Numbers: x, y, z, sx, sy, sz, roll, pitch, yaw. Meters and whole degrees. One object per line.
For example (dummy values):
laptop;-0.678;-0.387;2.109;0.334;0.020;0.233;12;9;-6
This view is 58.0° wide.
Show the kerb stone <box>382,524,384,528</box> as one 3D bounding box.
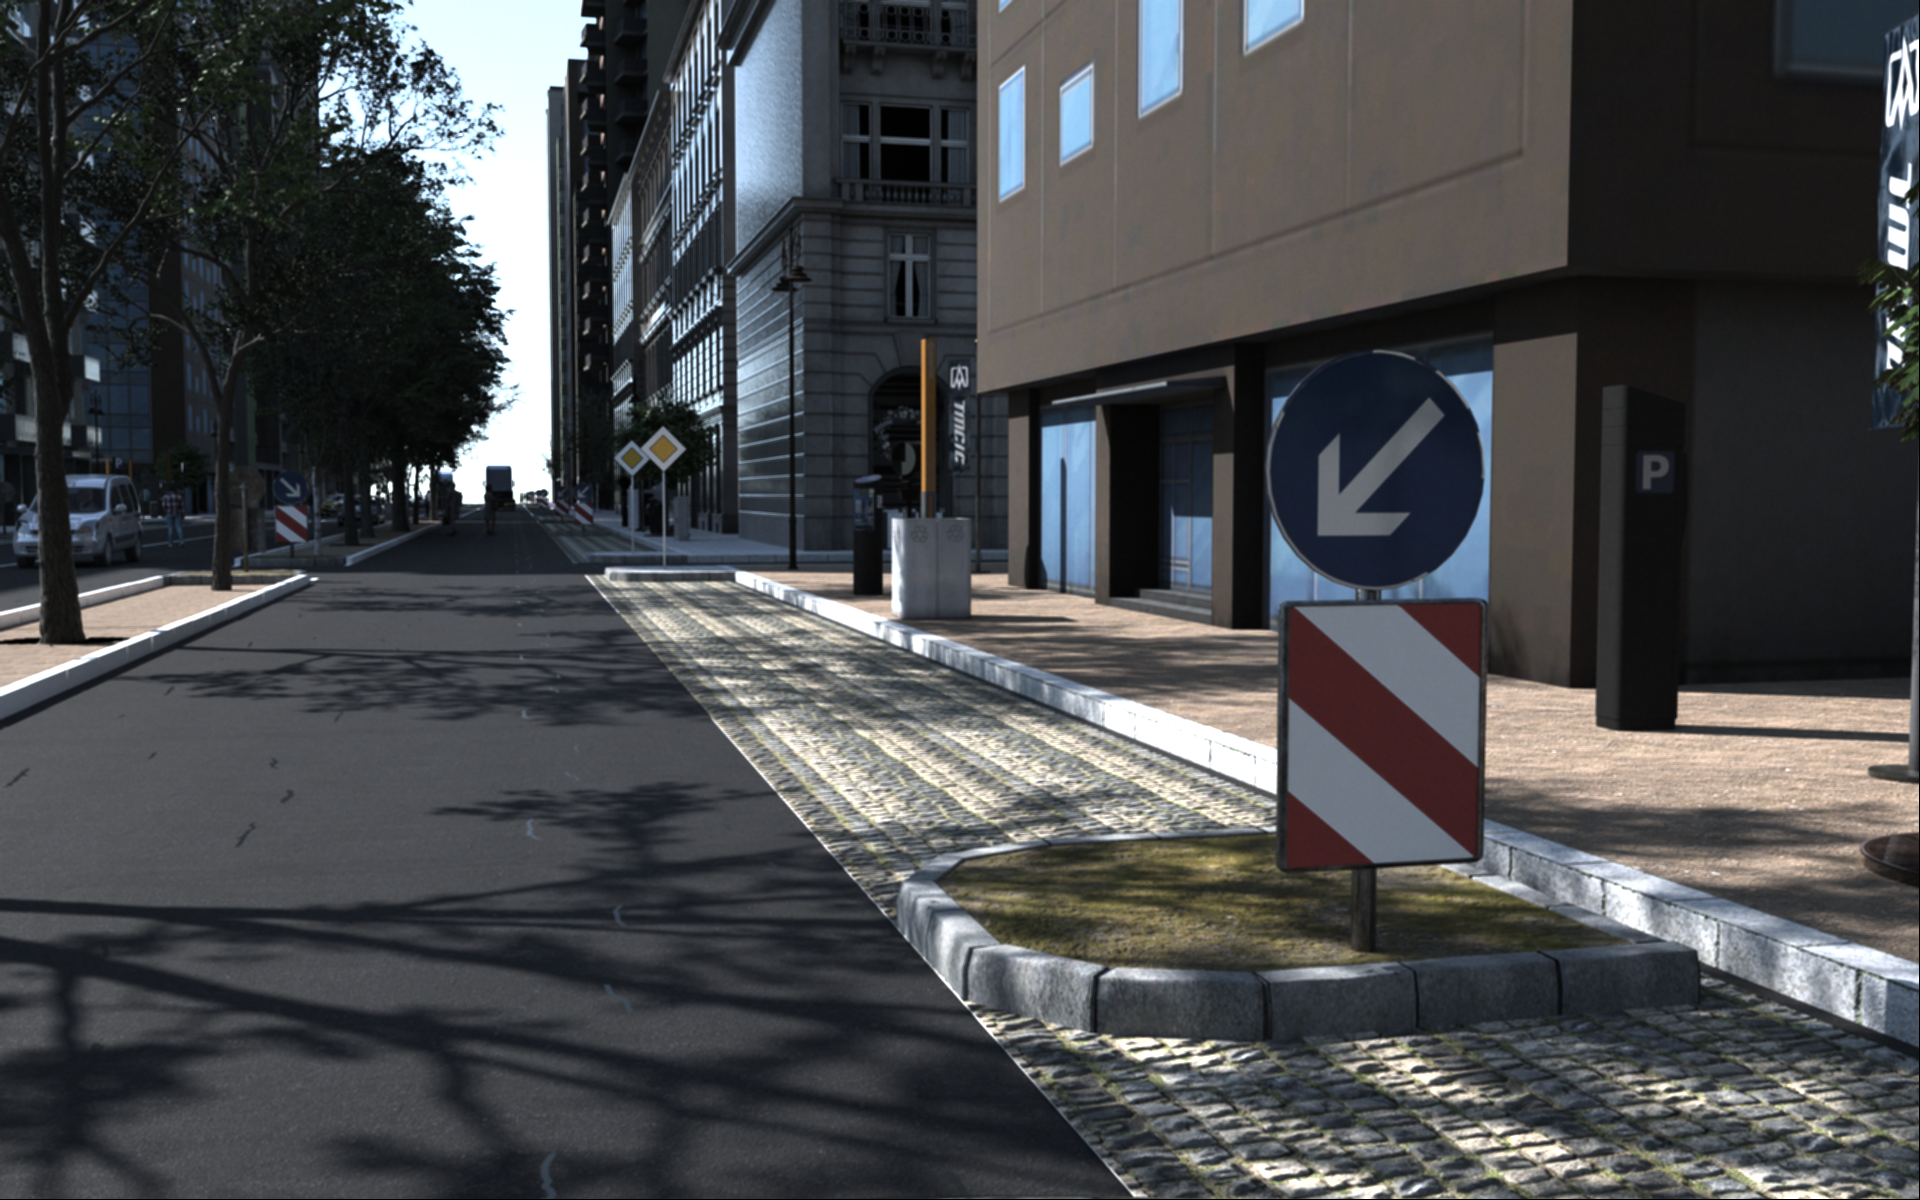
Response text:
kerb stone;-23.760;-2.965;70.784;0.120;0.150;1.000;-1;4;-14

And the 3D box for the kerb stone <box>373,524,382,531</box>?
kerb stone;-23.506;-2.911;69.793;0.120;0.150;1.000;-1;4;-14

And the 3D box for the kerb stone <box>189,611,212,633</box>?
kerb stone;-7.998;0.255;18.118;0.120;0.150;1.000;-1;4;-14

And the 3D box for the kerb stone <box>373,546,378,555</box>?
kerb stone;-13.775;-1.121;40.526;0.120;0.150;1.000;-1;4;-14

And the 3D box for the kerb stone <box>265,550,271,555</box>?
kerb stone;-15.307;-0.968;38.015;0.120;0.150;1.000;-1;4;-14

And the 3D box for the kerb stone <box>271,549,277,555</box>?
kerb stone;-15.562;-1.024;39.005;0.120;0.150;1.000;-1;4;-14

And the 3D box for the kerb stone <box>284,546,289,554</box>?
kerb stone;-16.063;-1.149;40.996;0.120;0.150;1.000;-1;4;-14

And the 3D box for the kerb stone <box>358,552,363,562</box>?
kerb stone;-12.756;-0.874;36.548;0.120;0.150;1.000;-1;4;-14

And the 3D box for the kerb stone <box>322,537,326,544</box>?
kerb stone;-18.119;-1.633;48.951;0.120;0.150;1.000;-1;4;-14

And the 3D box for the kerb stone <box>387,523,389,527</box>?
kerb stone;-24.531;-3.154;73.761;0.120;0.150;1.000;-1;4;-14

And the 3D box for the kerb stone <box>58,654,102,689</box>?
kerb stone;-6.717;0.553;13.154;0.120;0.150;1.000;-1;4;-14

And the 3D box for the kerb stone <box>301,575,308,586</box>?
kerb stone;-10.303;-0.296;27.054;0.120;0.150;1.000;-1;4;-14

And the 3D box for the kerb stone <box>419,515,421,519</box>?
kerb stone;-30.917;-4.668;98.534;0.120;0.150;1.000;-1;4;-14

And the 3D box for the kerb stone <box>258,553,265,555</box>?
kerb stone;-15.042;-0.906;37.015;0.120;0.150;1.000;-1;4;-14

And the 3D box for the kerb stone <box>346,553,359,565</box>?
kerb stone;-12.494;-0.817;35.553;0.120;0.150;1.000;-1;4;-14

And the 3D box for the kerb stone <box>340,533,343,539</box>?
kerb stone;-19.407;-1.940;53.916;0.120;0.150;1.000;-1;4;-14

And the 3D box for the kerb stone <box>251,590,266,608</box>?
kerb stone;-9.024;0.010;22.090;0.120;0.150;1.000;-1;4;-14

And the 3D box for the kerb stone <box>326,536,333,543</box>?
kerb stone;-18.638;-1.758;50.935;0.120;0.150;1.000;-1;4;-14

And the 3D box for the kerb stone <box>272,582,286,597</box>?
kerb stone;-9.540;-0.113;24.077;0.120;0.150;1.000;-1;4;-14

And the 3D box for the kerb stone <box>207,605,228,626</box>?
kerb stone;-8.254;0.195;19.113;0.120;0.150;1.000;-1;4;-14

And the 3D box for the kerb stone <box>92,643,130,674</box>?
kerb stone;-6.976;0.492;14.144;0.120;0.150;1.000;-1;4;-14

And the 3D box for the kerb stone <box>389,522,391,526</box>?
kerb stone;-24.782;-3.214;74.751;0.120;0.150;1.000;-1;4;-14

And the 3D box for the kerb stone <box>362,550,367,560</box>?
kerb stone;-13.013;-0.935;37.544;0.120;0.150;1.000;-1;4;-14

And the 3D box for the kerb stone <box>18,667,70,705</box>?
kerb stone;-6.464;0.614;12.164;0.120;0.150;1.000;-1;4;-14

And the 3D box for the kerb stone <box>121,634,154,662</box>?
kerb stone;-7.233;0.432;15.139;0.120;0.150;1.000;-1;4;-14

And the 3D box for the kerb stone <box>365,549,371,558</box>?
kerb stone;-13.268;-0.994;38.534;0.120;0.150;1.000;-1;4;-14

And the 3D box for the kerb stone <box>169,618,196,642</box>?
kerb stone;-7.740;0.310;17.128;0.120;0.150;1.000;-1;4;-14

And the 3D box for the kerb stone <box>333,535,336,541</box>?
kerb stone;-18.891;-1.815;51.929;0.120;0.150;1.000;-1;4;-14

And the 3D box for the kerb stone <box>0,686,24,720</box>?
kerb stone;-6.202;0.674;11.175;0.120;0.150;1.000;-1;4;-14

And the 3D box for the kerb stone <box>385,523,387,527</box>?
kerb stone;-24.273;-3.093;72.767;0.120;0.150;1.000;-1;4;-14

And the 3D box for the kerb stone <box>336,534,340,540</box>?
kerb stone;-19.144;-1.879;52.920;0.120;0.150;1.000;-1;4;-14

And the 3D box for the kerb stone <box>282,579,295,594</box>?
kerb stone;-9.795;-0.175;25.070;0.120;0.150;1.000;-1;4;-14

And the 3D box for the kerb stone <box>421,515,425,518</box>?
kerb stone;-32.704;-5.093;105.488;0.120;0.150;1.000;-1;4;-14

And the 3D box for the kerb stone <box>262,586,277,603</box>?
kerb stone;-9.276;-0.055;23.090;0.120;0.150;1.000;-1;4;-14

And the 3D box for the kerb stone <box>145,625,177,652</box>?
kerb stone;-7.483;0.370;16.138;0.120;0.150;1.000;-1;4;-14

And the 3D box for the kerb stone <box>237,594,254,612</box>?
kerb stone;-8.770;0.067;21.099;0.120;0.150;1.000;-1;4;-14

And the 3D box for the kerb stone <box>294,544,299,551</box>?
kerb stone;-16.583;-1.270;42.985;0.120;0.150;1.000;-1;4;-14

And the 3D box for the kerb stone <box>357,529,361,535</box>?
kerb stone;-21.705;-2.481;62.846;0.120;0.150;1.000;-1;4;-14

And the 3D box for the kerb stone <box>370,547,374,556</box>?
kerb stone;-13.524;-1.057;39.525;0.120;0.150;1.000;-1;4;-14

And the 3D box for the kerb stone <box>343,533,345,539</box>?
kerb stone;-19.670;-2.000;54.903;0.120;0.150;1.000;-1;4;-14

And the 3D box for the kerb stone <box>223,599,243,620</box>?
kerb stone;-8.497;0.128;20.106;0.120;0.150;1.000;-1;4;-14

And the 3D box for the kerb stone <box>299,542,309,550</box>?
kerb stone;-17.096;-1.393;44.976;0.120;0.150;1.000;-1;4;-14

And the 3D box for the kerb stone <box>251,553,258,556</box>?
kerb stone;-14.783;-0.846;36.026;0.120;0.150;1.000;-1;4;-14

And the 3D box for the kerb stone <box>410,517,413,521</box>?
kerb stone;-30.406;-4.544;96.555;0.120;0.150;1.000;-1;4;-14

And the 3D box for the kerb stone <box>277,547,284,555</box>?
kerb stone;-15.810;-1.089;39.998;0.120;0.150;1.000;-1;4;-14

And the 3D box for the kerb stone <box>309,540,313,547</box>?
kerb stone;-17.354;-1.454;45.965;0.120;0.150;1.000;-1;4;-14

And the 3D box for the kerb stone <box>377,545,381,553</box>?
kerb stone;-14.034;-1.182;41.514;0.120;0.150;1.000;-1;4;-14

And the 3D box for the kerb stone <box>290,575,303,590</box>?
kerb stone;-10.047;-0.237;26.065;0.120;0.150;1.000;-1;4;-14
